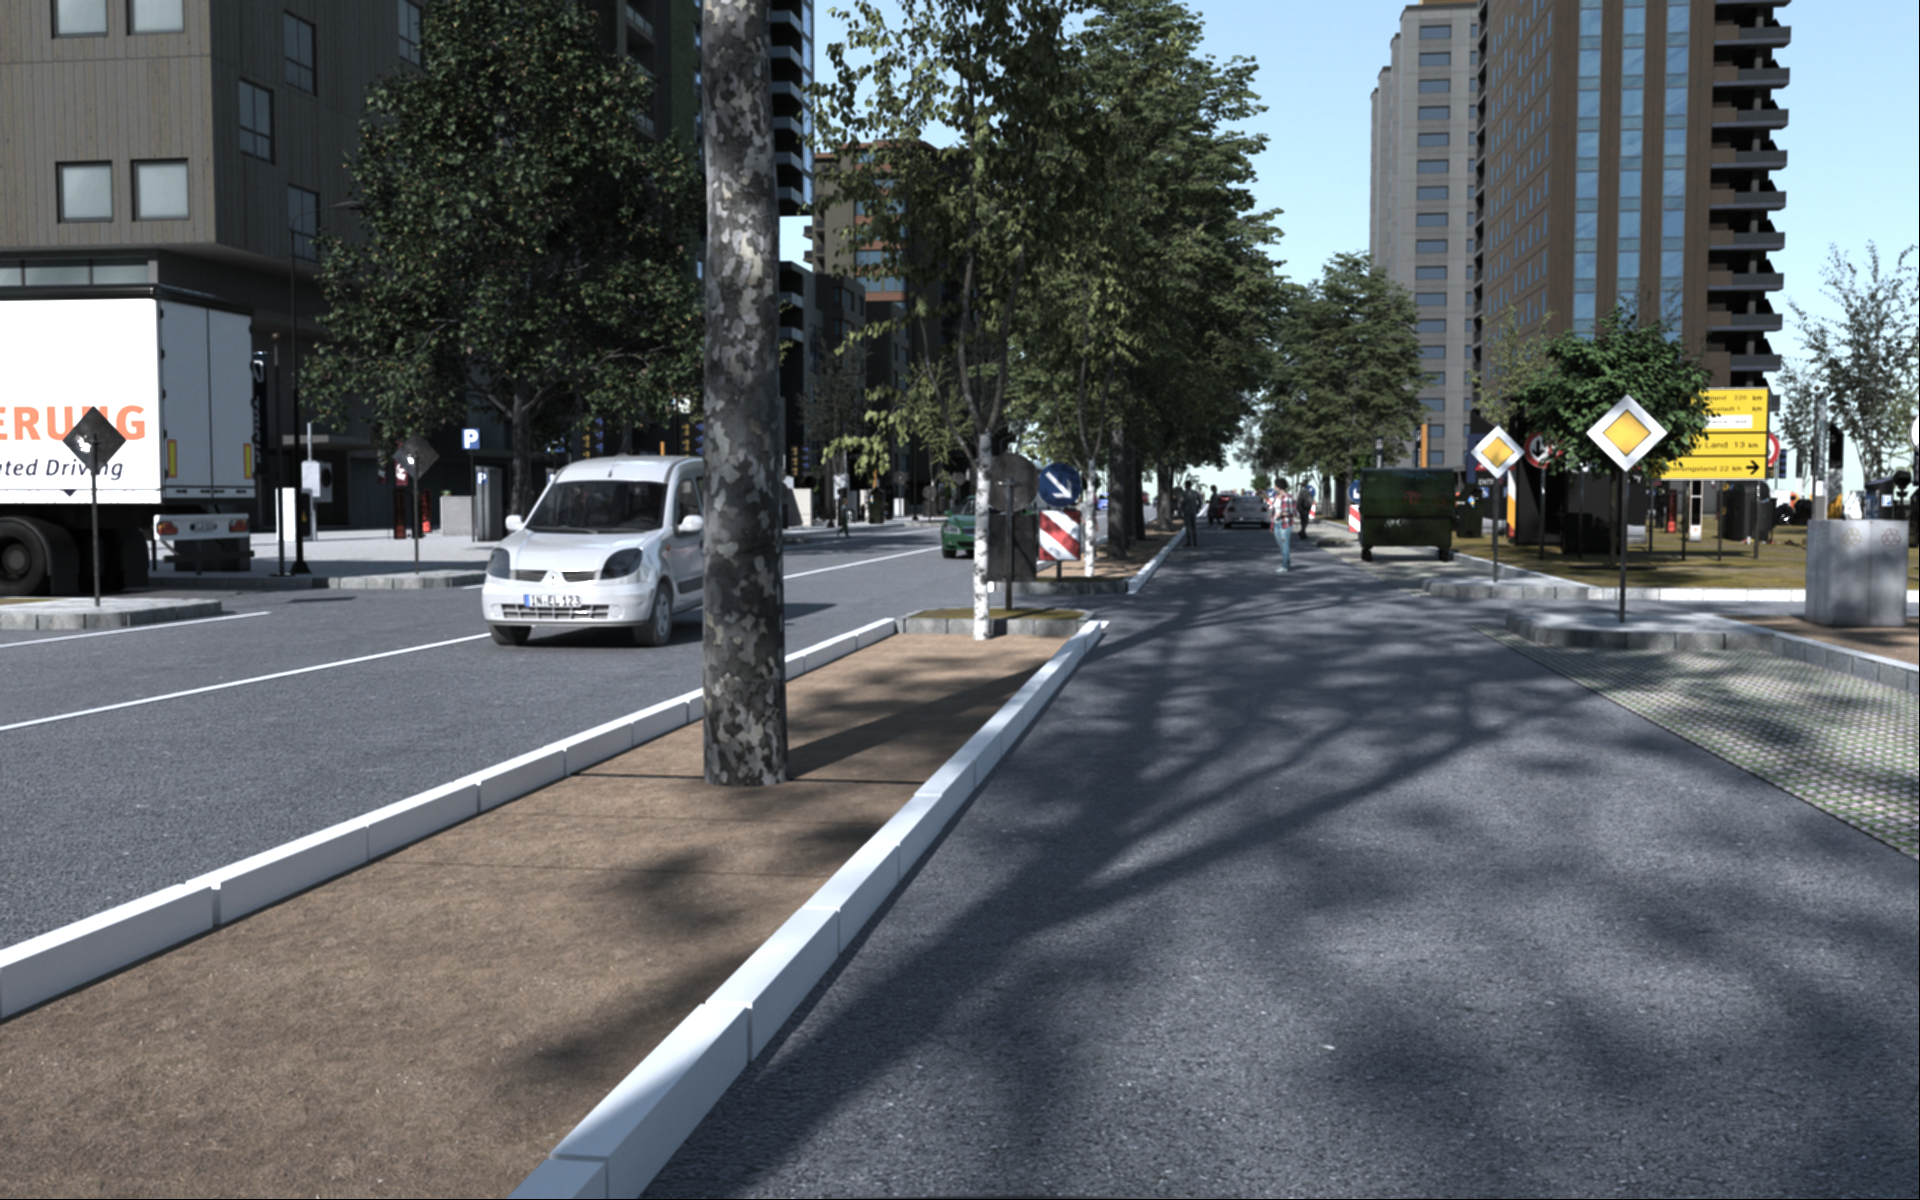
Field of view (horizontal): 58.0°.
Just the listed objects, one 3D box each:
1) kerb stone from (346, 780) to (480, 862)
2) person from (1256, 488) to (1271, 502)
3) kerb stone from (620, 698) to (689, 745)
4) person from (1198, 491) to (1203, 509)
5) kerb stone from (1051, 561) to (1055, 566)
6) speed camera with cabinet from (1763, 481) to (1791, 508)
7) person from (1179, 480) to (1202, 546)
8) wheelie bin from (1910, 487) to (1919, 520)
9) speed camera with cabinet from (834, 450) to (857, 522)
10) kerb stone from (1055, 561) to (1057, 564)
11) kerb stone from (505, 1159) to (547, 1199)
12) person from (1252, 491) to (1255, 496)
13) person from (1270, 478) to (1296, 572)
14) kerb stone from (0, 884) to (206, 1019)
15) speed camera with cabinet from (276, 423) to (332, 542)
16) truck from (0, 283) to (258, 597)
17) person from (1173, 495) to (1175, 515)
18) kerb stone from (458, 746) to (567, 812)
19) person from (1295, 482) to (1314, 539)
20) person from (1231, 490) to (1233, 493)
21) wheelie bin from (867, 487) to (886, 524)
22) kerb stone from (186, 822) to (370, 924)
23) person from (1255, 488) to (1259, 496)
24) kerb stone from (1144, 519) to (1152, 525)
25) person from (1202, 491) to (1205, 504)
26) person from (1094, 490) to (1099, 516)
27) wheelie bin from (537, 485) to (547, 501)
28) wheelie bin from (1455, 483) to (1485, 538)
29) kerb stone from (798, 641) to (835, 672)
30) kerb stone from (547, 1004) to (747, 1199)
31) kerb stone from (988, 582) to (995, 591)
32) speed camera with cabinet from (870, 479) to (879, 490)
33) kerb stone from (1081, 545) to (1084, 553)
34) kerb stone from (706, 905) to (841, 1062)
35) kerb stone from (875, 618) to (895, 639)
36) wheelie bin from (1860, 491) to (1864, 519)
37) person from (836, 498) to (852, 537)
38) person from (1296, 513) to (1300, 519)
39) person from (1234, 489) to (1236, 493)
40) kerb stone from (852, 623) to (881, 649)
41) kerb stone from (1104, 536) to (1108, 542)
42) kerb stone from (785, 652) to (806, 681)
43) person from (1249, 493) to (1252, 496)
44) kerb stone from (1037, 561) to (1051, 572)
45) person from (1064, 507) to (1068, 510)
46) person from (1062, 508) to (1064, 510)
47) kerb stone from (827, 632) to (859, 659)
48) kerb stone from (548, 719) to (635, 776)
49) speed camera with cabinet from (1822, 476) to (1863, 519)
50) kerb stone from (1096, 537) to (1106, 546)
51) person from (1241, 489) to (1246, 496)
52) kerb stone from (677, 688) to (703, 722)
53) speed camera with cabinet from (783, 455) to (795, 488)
[{"bbox_3d":[-2.286,0.919,7.236,0.120,0.150,1.000,1,4,8],"label":"kerb stone"},{"bbox_3d":[17.872,-5.763,102.742,1.348,1.823,0.705,2,4,35],"label":"person"},{"bbox_3d":[-1.831,0.731,10.276,0.120,0.150,1.000,1,4,8],"label":"kerb stone"},{"bbox_3d":[22.832,-9.497,164.695,0.541,1.710,0.530,1,4,22],"label":"person"},{"bbox_3d":[1.719,-0.733,34.198,0.120,0.150,1.000,1,4,8],"label":"kerb stone"},{"bbox_3d":[35.363,-4.980,75.761,2.038,3.252,0.660,-1,4,-22],"label":"speed camera with cabinet"},{"bbox_3d":[6.319,-2.383,47.569,0.635,1.810,0.391,-2,4,-29],"label":"person"},{"bbox_3d":[44.930,-4.481,81.167,0.693,1.594,0.980,2,4,34],"label":"wheelie bin"},{"bbox_3d":[-5.229,-5.187,79.147,0.660,3.252,2.038,1,4,12],"label":"speed camera with cabinet"},{"bbox_3d":[1.879,-0.796,35.207,0.120,0.150,1.000,1,4,8],"label":"kerb stone"},{"bbox_3d":[-0.813,1.184,2.843,0.120,0.150,1.000,1,4,8],"label":"kerb stone"},{"bbox_3d":[36.347,-12.623,214.752,0.709,1.838,0.599,2,4,24],"label":"person"},{"bbox_3d":[5.951,-1.374,31.796,0.643,1.720,0.563,-2,4,-30],"label":"person"},{"bbox_3d":[-2.585,1.040,5.196,0.120,0.150,1.000,1,4,8],"label":"kerb stone"},{"bbox_3d":[-17.923,-3.242,47.348,0.660,3.252,2.038,0,4,8],"label":"speed camera with cabinet"},{"bbox_3d":[-16.027,-2.206,24.986,11.283,4.237,2.839,0,4,8],"label":"truck"},{"bbox_3d":[14.248,-6.598,116.470,1.348,1.812,0.705,0,4,4],"label":"person"},{"bbox_3d":[-2.131,0.855,8.250,0.120,0.150,1.000,1,4,8],"label":"kerb stone"},{"bbox_3d":[10.985,-2.852,55.235,0.679,1.850,0.850,3,4,36],"label":"person"},{"bbox_3d":[21.603,-7.872,137.999,1.217,1.735,0.721,2,4,34],"label":"person"},{"bbox_3d":[-3.547,-4.053,74.181,0.693,1.594,0.980,1,4,11],"label":"wheelie bin"},{"bbox_3d":[-2.429,0.977,6.223,0.120,0.150,1.000,1,4,8],"label":"kerb stone"},{"bbox_3d":[19.720,-6.487,114.653,0.705,1.812,1.348,0,4,2],"label":"person"},{"bbox_3d":[9.099,-3.770,83.837,0.120,0.150,1.000,1,4,8],"label":"kerb stone"},{"bbox_3d":[35.503,-14.936,252.795,0.705,1.812,1.348,0,4,-3],"label":"person"},{"bbox_3d":[9.115,-6.521,115.796,0.721,1.739,1.217,0,4,-6],"label":"person"},{"bbox_3d":[-13.835,-3.081,58.290,0.693,1.594,0.980,-2,4,-35],"label":"wheelie bin"},{"bbox_3d":[14.899,-2.609,50.557,0.693,1.594,0.980,-1,4,-10],"label":"wheelie bin"},{"bbox_3d":[-1.224,0.482,14.322,0.120,0.150,1.000,1,4,8],"label":"kerb stone"},{"bbox_3d":[-0.667,1.122,3.859,0.120,0.150,1.000,1,4,8],"label":"kerb stone"},{"bbox_3d":[0.509,-0.236,26.059,0.120,0.150,1.000,1,4,8],"label":"kerb stone"},{"bbox_3d":[-5.753,-6.617,102.528,2.038,3.252,0.660,2,4,35],"label":"speed camera with cabinet"},{"bbox_3d":[3.235,-1.351,44.333,0.120,0.150,1.000,1,4,8],"label":"kerb stone"},{"bbox_3d":[-0.510,1.060,4.870,0.120,0.150,1.000,1,4,8],"label":"kerb stone"},{"bbox_3d":[-0.781,0.296,17.363,0.120,0.150,1.000,1,4,8],"label":"kerb stone"},{"bbox_3d":[42.084,-4.414,80.082,0.980,1.594,0.693,-1,4,-21],"label":"wheelie bin"},{"bbox_3d":[-3.862,-2.738,57.511,0.590,1.304,0.306,-2,4,-33],"label":"person"},{"bbox_3d":[19.366,-5.258,98.741,0.394,1.301,0.425,3,5,42],"label":"person"},{"bbox_3d":[18.199,-6.455,114.593,0.990,1.755,0.434,2,4,24],"label":"person"},{"bbox_3d":[-0.924,0.358,16.350,0.120,0.150,1.000,1,4,8],"label":"kerb stone"},{"bbox_3d":[4.127,-1.722,50.401,0.120,0.150,1.000,1,4,8],"label":"kerb stone"},{"bbox_3d":[-1.377,0.543,13.311,0.120,0.150,1.000,1,4,8],"label":"kerb stone"},{"bbox_3d":[15.396,-4.935,91.787,0.523,1.515,0.503,2,4,35],"label":"person"},{"bbox_3d":[1.580,-0.670,33.181,0.120,0.150,1.000,1,4,8],"label":"kerb stone"},{"bbox_3d":[6.867,-6.140,112.151,1.065,1.426,0.557,-2,4,-30],"label":"person"},{"bbox_3d":[5.669,-5.356,96.275,0.606,1.804,0.583,1,4,22],"label":"person"},{"bbox_3d":[-1.083,0.420,15.336,0.120,0.150,1.000,1,4,8],"label":"kerb stone"},{"bbox_3d":[-1.979,0.791,9.264,0.120,0.150,1.000,1,4,8],"label":"kerb stone"},{"bbox_3d":[45.991,-5.851,90.003,2.038,3.252,0.660,3,4,37],"label":"speed camera with cabinet"},{"bbox_3d":[3.988,-1.663,49.387,0.120,0.150,1.000,1,4,8],"label":"kerb stone"},{"bbox_3d":[20.282,-7.080,124.353,0.705,1.812,1.348,-1,4,-13],"label":"person"},{"bbox_3d":[-1.672,0.668,11.286,0.120,0.150,1.000,1,4,8],"label":"kerb stone"},{"bbox_3d":[-8.554,-5.647,86.658,0.660,3.252,2.038,-1,4,-8],"label":"speed camera with cabinet"}]
